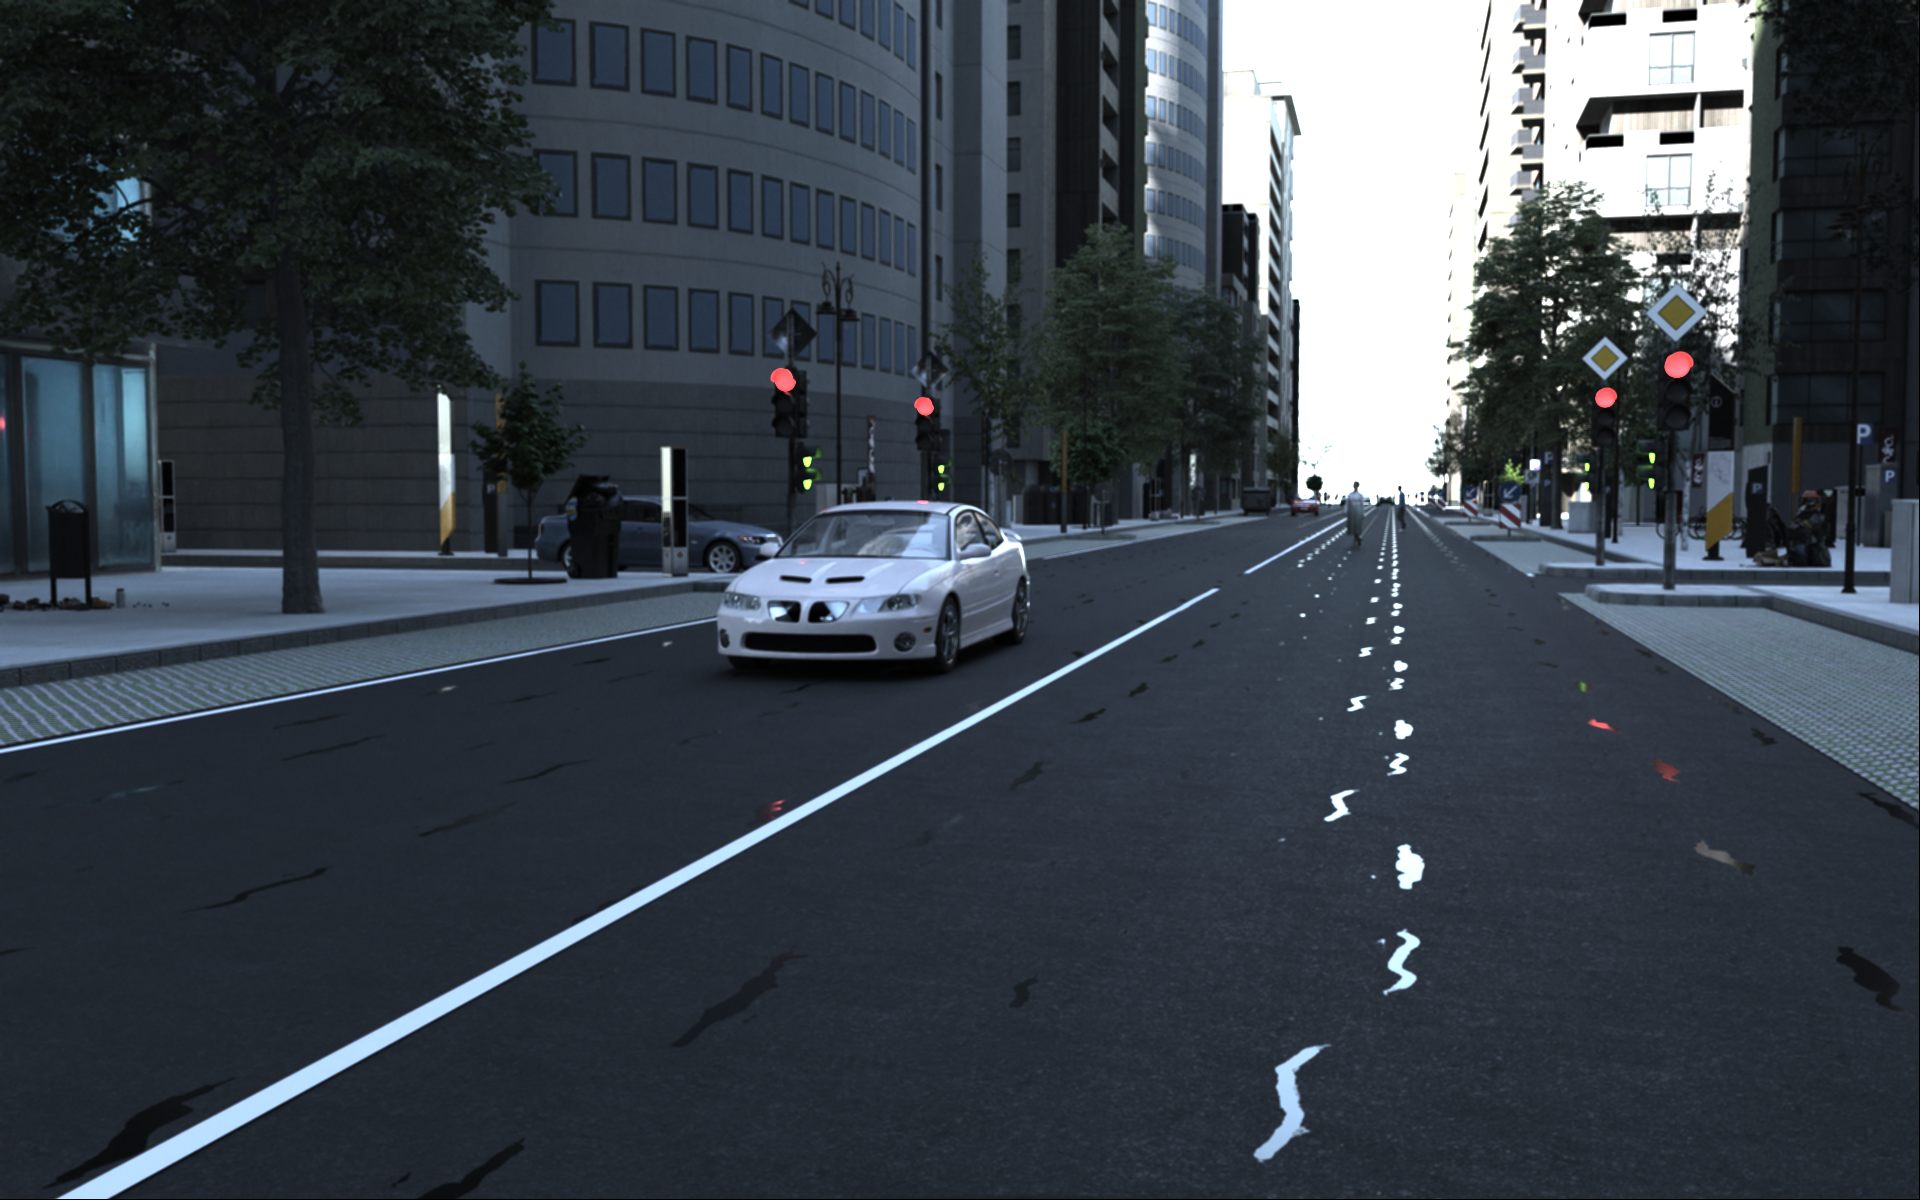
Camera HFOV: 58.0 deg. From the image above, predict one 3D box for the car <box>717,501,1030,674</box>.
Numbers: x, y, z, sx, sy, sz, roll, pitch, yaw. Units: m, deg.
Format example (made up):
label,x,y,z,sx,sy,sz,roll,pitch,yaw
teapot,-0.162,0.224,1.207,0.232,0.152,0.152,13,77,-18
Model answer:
label,x,y,z,sx,sy,sz,roll,pitch,yaw
car,-0.613,-0.191,15.481,2.083,1.381,4.827,1,4,14

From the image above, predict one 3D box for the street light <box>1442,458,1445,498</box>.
label,x,y,z,sx,sy,sz,roll,pitch,yaw
street light,55.602,-13.846,199.174,0.468,5.910,1.993,1,4,14

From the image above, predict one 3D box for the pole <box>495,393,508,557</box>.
label,x,y,z,sx,sy,sz,roll,pitch,yaw
pole,-9.317,-2.528,35.183,0.158,3.312,0.155,0,3,0

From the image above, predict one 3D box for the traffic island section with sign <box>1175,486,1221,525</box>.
label,x,y,z,sx,sy,sz,roll,pitch,yaw
traffic island section with sign,11.260,-4.466,81.640,1.989,1.847,2.006,1,4,14

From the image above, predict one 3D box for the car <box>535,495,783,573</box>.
label,x,y,z,sx,sy,sz,roll,pitch,yaw
car,-5.353,-1.168,31.095,4.499,1.417,2.014,1,4,14

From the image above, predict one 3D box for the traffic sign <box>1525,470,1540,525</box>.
label,x,y,z,sx,sy,sz,roll,pitch,yaw
traffic sign,23.672,-4.256,71.718,0.606,2.300,0.079,1,4,15

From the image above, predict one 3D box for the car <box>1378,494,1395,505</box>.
label,x,y,z,sx,sy,sz,roll,pitch,yaw
car,54.633,-12.863,222.114,2.131,1.459,4.920,1,4,16

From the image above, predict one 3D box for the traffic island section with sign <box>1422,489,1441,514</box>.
label,x,y,z,sx,sy,sz,roll,pitch,yaw
traffic island section with sign,35.117,-7.235,126.925,1.989,1.847,2.006,1,4,14

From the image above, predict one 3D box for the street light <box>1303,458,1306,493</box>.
label,x,y,z,sx,sy,sz,roll,pitch,yaw
street light,43.373,-15.005,218.115,0.468,5.910,1.993,1,4,14

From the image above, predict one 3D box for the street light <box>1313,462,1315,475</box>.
label,x,y,z,sx,sy,sz,roll,pitch,yaw
street light,50.447,-16.755,246.734,0.468,5.910,1.993,1,4,14

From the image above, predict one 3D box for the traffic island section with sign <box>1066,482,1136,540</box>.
label,x,y,z,sx,sy,sz,roll,pitch,yaw
traffic island section with sign,4.494,-2.808,54.537,1.989,1.847,2.006,1,4,14

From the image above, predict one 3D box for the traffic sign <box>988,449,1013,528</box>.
label,x,y,z,sx,sy,sz,roll,pitch,yaw
traffic sign,1.120,-2.970,48.668,0.768,2.556,0.104,1,4,23

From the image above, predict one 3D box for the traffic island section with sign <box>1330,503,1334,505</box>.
label,x,y,z,sx,sy,sz,roll,pitch,yaw
traffic island section with sign,50.182,-13.992,237.392,1.989,1.847,2.006,1,4,14

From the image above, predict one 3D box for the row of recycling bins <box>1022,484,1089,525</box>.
label,x,y,z,sx,sy,sz,roll,pitch,yaw
row of recycling bins,3.984,-4.017,72.784,3.534,1.692,1.069,-3,5,-42

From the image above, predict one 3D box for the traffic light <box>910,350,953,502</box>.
label,x,y,z,sx,sy,sz,roll,pitch,yaw
traffic light,-0.593,-2.752,33.914,0.839,4.253,0.868,1,4,14

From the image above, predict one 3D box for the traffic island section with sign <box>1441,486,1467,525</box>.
label,x,y,z,sx,sy,sz,roll,pitch,yaw
traffic island section with sign,23.273,-4.334,79.488,1.989,1.847,2.006,1,4,14

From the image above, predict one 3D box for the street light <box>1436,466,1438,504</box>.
label,x,y,z,sx,sy,sz,roll,pitch,yaw
street light,62.615,-15.558,227.153,0.468,5.910,1.993,1,4,14

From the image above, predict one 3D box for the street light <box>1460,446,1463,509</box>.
label,x,y,z,sx,sy,sz,roll,pitch,yaw
street light,43.132,-10.770,148.871,0.468,5.910,1.993,1,4,14

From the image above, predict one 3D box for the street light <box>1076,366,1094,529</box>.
label,x,y,z,sx,sy,sz,roll,pitch,yaw
street light,4.518,-5.494,62.620,0.468,5.910,1.993,1,4,14

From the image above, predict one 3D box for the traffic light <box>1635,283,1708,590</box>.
label,x,y,z,sx,sy,sz,roll,pitch,yaw
traffic light,9.518,-2.096,23.184,0.839,4.253,0.868,1,4,14

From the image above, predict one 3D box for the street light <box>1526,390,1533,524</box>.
label,x,y,z,sx,sy,sz,roll,pitch,yaw
street light,24.240,-6.174,73.738,0.468,5.910,1.993,1,4,14

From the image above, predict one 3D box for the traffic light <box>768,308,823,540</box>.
label,x,y,z,sx,sy,sz,roll,pitch,yaw
traffic light,-2.528,-2.278,26.166,0.839,4.253,0.868,1,4,14

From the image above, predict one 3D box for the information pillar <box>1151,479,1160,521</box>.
label,x,y,z,sx,sy,sz,roll,pitch,yaw
information pillar,9.231,-4.734,81.900,0.304,2.012,0.304,3,5,45

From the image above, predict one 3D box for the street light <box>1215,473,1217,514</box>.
label,x,y,z,sx,sy,sz,roll,pitch,yaw
street light,16.097,-8.326,108.914,0.468,5.910,1.993,1,4,14

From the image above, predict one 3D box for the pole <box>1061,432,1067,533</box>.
label,x,y,z,sx,sy,sz,roll,pitch,yaw
pole,3.408,-3.854,56.852,0.158,3.312,0.155,0,3,0

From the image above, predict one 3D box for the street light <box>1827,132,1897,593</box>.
label,x,y,z,sx,sy,sz,roll,pitch,yaw
street light,11.540,-3.029,22.308,0.468,5.910,1.993,1,4,14

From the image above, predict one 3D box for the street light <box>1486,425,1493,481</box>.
label,x,y,z,sx,sy,sz,roll,pitch,yaw
street light,31.374,-7.932,102.478,0.468,5.910,1.993,1,4,14

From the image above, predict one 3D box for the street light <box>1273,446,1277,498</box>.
label,x,y,z,sx,sy,sz,roll,pitch,yaw
street light,30.106,-11.783,165.436,0.468,5.910,1.993,1,4,14

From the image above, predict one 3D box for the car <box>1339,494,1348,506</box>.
label,x,y,z,sx,sy,sz,roll,pitch,yaw
car,47.169,-12.288,210.694,2.009,1.686,4.222,1,4,15

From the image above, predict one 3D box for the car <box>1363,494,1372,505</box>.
label,x,y,z,sx,sy,sz,roll,pitch,yaw
car,55.590,-13.835,237.994,2.131,1.459,4.920,1,4,14

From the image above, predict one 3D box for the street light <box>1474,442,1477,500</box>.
label,x,y,z,sx,sy,sz,roll,pitch,yaw
street light,35.885,-9.022,120.298,0.468,5.910,1.993,1,4,14

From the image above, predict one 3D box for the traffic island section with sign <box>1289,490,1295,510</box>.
label,x,y,z,sx,sy,sz,roll,pitch,yaw
traffic island section with sign,30.135,-9.085,157.172,1.989,1.847,2.006,1,4,14

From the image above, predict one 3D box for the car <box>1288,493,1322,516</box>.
label,x,y,z,sx,sy,sz,roll,pitch,yaw
car,22.949,-6.492,115.189,2.155,1.783,4.494,1,4,12

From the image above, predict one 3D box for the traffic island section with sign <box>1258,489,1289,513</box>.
label,x,y,z,sx,sy,sz,roll,pitch,yaw
traffic island section with sign,23.534,-7.467,130.714,1.989,1.847,2.006,1,4,14

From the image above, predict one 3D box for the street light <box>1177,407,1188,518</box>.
label,x,y,z,sx,sy,sz,roll,pitch,yaw
street light,11.692,-7.238,91.124,0.468,5.910,1.993,1,4,14

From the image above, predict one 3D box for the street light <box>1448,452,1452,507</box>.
label,x,y,z,sx,sy,sz,roll,pitch,yaw
street light,50.131,-12.508,177.294,0.468,5.910,1.993,1,4,14

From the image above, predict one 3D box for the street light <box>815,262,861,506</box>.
label,x,y,z,sx,sy,sz,roll,pitch,yaw
street light,-2.426,-3.782,34.623,0.468,5.910,1.993,1,4,14

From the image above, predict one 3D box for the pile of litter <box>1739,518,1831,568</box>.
label,x,y,z,sx,sy,sz,roll,pitch,yaw
pile of litter,14.608,-1.018,30.610,1.719,0.858,1.176,0,4,3

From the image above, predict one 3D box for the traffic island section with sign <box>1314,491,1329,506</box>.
label,x,y,z,sx,sy,sz,roll,pitch,yaw
traffic island section with sign,43.561,-12.373,210.923,1.989,1.847,2.006,1,4,14

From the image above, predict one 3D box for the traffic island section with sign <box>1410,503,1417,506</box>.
label,x,y,z,sx,sy,sz,roll,pitch,yaw
traffic island section with sign,55.204,-12.150,207.271,1.989,1.847,2.006,1,4,14

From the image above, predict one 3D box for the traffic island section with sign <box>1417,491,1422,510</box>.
label,x,y,z,sx,sy,sz,roll,pitch,yaw
traffic island section with sign,41.842,-8.881,153.834,1.989,1.847,2.006,1,4,14

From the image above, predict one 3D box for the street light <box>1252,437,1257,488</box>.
label,x,y,z,sx,sy,sz,roll,pitch,yaw
street light,23.154,-10.045,137.019,0.468,5.910,1.993,1,4,14

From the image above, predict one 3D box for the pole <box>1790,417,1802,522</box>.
label,x,y,z,sx,sy,sz,roll,pitch,yaw
pole,22.083,-3.175,45.759,0.158,3.312,0.155,0,3,0

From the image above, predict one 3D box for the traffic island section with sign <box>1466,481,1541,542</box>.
label,x,y,z,sx,sy,sz,roll,pitch,yaw
traffic island section with sign,16.609,-2.702,52.812,1.989,1.847,2.006,1,4,14

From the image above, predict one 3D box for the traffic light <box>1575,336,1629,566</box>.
label,x,y,z,sx,sy,sz,roll,pitch,yaw
traffic light,11.454,-2.569,30.932,0.839,4.253,0.868,1,4,14

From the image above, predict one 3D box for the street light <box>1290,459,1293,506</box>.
label,x,y,z,sx,sy,sz,roll,pitch,yaw
street light,36.266,-13.271,189.763,0.468,5.910,1.993,1,4,14

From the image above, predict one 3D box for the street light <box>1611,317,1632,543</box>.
label,x,y,z,sx,sy,sz,roll,pitch,yaw
street light,17.187,-4.433,45.274,0.468,5.910,1.993,1,4,14
